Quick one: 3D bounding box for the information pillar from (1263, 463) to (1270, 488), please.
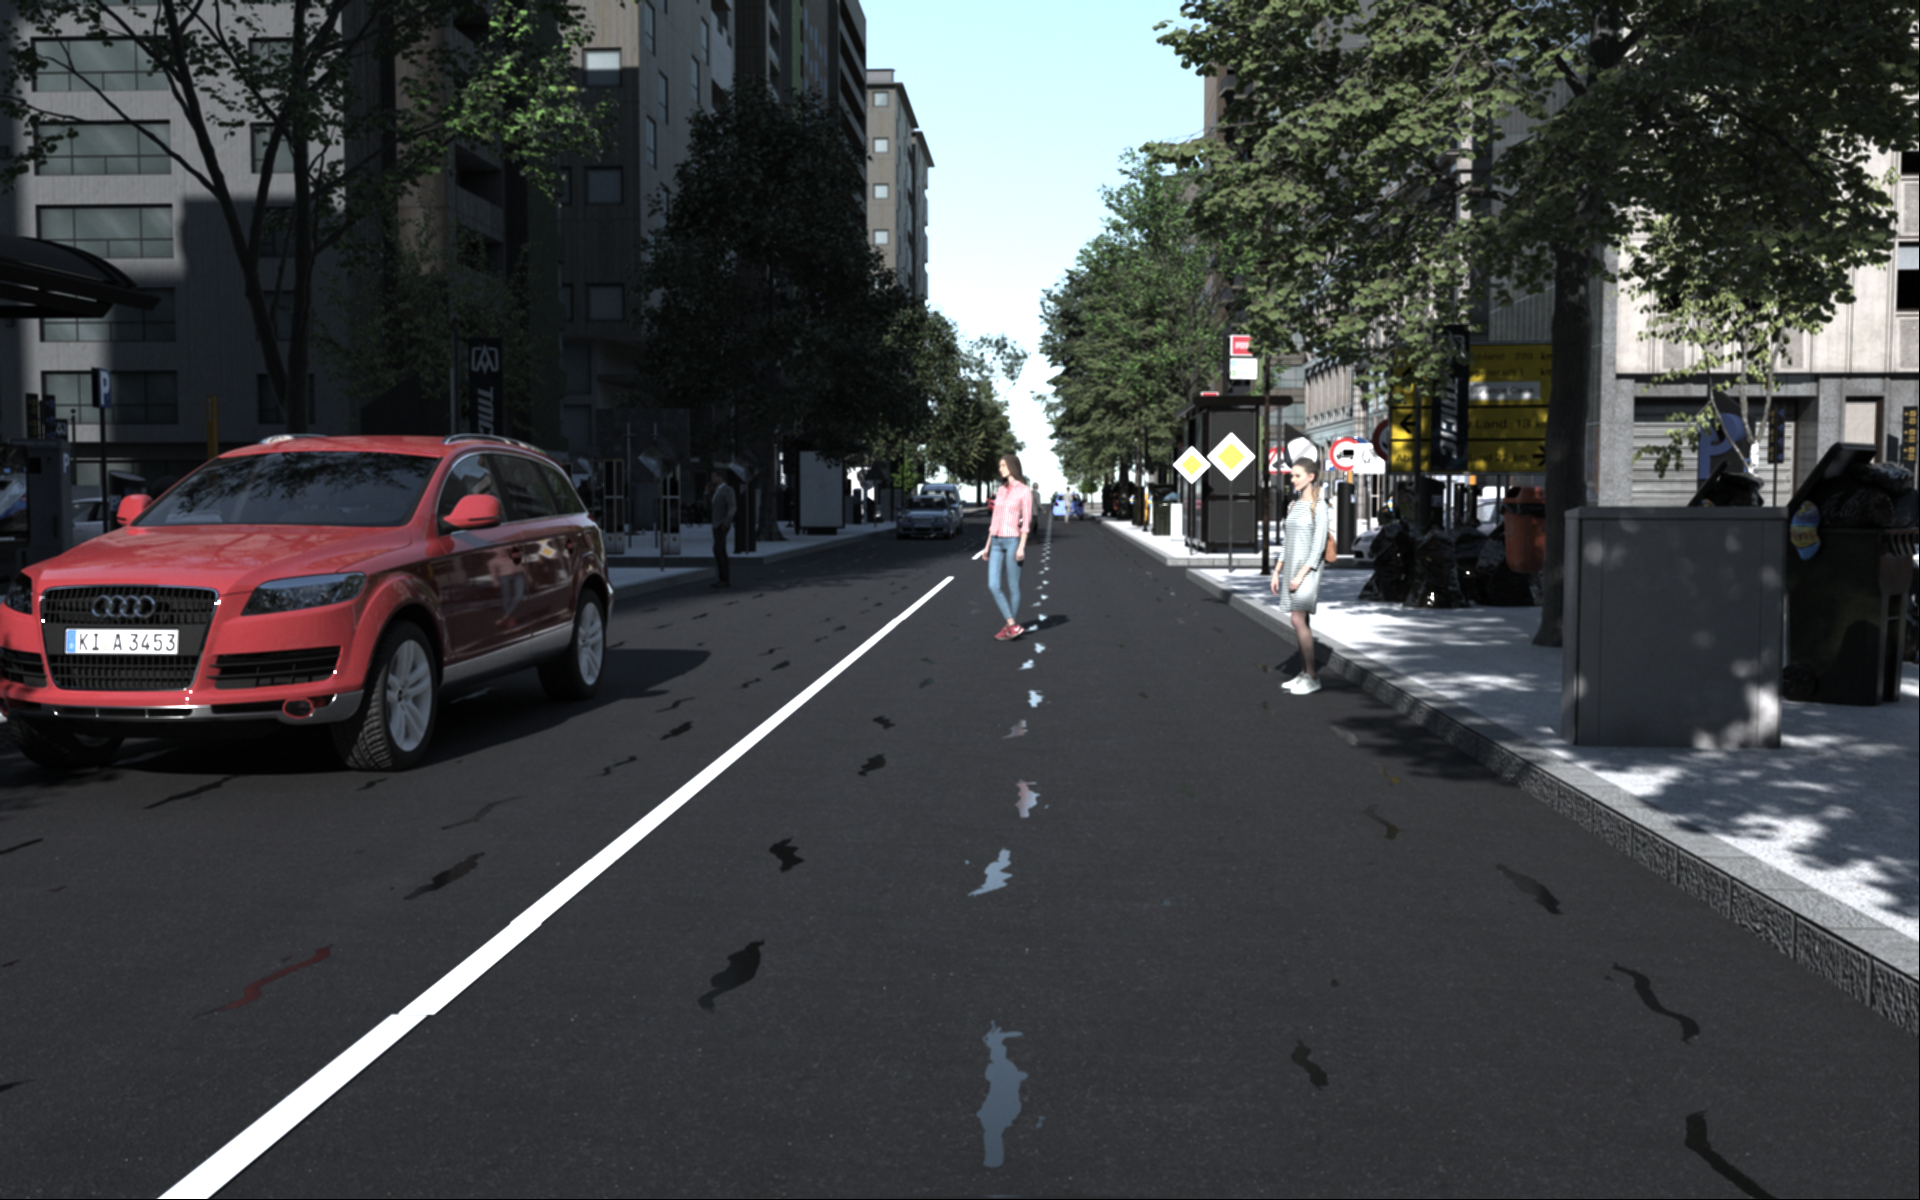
[{"bbox_3d":[19.299,-7.195,108.992,0.504,3.616,0.183,-1,4,-18],"label":"information pillar"}]

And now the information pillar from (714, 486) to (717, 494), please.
[{"bbox_3d":[-8.051,-3.269,57.947,0.304,2.012,0.304,-1,4,-14],"label":"information pillar"}]

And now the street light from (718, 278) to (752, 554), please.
[{"bbox_3d":[-4.797,-3.935,37.121,0.468,5.910,1.993,0,4,3],"label":"street light"}]

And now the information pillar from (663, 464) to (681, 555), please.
[{"bbox_3d":[-6.083,-1.951,36.383,0.304,2.012,0.304,-3,5,-42],"label":"information pillar"}]

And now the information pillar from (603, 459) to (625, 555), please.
[{"bbox_3d":[-7.330,-1.970,36.701,0.304,2.012,0.304,2,4,28],"label":"information pillar"}]

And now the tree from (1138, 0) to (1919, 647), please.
[{"bbox_3d":[5.511,-5.873,14.154,7.486,12.596,7.792,0,3,0],"label":"tree"}]

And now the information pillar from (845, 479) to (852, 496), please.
[{"bbox_3d":[-5.392,-4.800,82.973,0.304,2.012,0.304,-3,4,-36],"label":"information pillar"}]

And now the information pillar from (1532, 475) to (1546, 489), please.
[{"bbox_3d":[8.306,-2.017,24.327,0.504,3.616,0.183,1,4,13],"label":"information pillar"}]

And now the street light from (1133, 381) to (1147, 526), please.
[{"bbox_3d":[7.110,-5.857,68.546,0.468,5.910,1.993,0,4,3],"label":"street light"}]

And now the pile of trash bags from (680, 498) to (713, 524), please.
[{"bbox_3d":[-11.472,-3.968,74.630,1.912,1.369,3.447,2,4,27],"label":"pile of trash bags"}]

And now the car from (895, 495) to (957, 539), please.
[{"bbox_3d":[-1.080,-2.716,56.413,2.014,1.417,4.499,0,4,2],"label":"car"}]

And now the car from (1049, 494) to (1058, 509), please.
[{"bbox_3d":[9.706,-9.506,167.223,2.131,1.459,4.920,0,4,1],"label":"car"}]

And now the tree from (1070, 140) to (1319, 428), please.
[{"bbox_3d":[6.964,-7.684,51.382,9.928,11.665,9.643,0,3,0],"label":"tree"}]

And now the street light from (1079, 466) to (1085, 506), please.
[{"bbox_3d":[13.402,-13.082,186.675,0.468,5.910,1.993,0,4,3],"label":"street light"}]

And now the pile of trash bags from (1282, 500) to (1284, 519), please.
[{"bbox_3d":[16.100,-5.008,91.632,3.447,1.369,1.912,2,4,28],"label":"pile of trash bags"}]

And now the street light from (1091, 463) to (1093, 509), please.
[{"bbox_3d":[11.061,-10.512,144.657,0.468,5.910,1.993,0,4,3],"label":"street light"}]

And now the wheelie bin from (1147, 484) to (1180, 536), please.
[{"bbox_3d":[6.293,-2.792,53.558,0.980,1.594,0.693,0,4,6],"label":"wheelie bin"}]

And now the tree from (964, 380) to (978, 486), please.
[{"bbox_3d":[1.969,-15.527,171.995,7.486,12.596,7.792,0,3,0],"label":"tree"}]

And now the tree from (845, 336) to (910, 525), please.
[{"bbox_3d":[-4.018,-7.469,72.479,4.737,8.622,4.395,0,3,0],"label":"tree"}]

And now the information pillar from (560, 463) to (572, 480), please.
[{"bbox_3d":[-9.300,-2.212,40.661,0.304,2.012,0.304,3,5,42],"label":"information pillar"}]

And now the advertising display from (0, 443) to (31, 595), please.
[{"bbox_3d":[-12.184,-1.027,22.005,0.123,1.923,0.974,0,4,7],"label":"advertising display"}]

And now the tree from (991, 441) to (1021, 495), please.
[{"bbox_3d":[4.269,-17.343,217.970,7.601,10.594,8.767,1,4,15],"label":"tree"}]

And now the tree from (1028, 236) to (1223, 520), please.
[{"bbox_3d":[8.338,-11.014,86.729,9.857,13.997,8.962,0,3,0],"label":"tree"}]

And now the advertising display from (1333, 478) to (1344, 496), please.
[{"bbox_3d":[17.588,-4.588,80.228,0.123,1.923,0.974,3,5,44],"label":"advertising display"}]

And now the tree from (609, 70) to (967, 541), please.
[{"bbox_3d":[-5.149,-7.961,47.163,9.611,12.733,9.660,0,3,0],"label":"tree"}]

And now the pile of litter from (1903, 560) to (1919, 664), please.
[{"bbox_3d":[7.635,0.019,13.660,1.176,0.858,1.719,2,4,32],"label":"pile of litter"}]

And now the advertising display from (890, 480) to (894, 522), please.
[{"bbox_3d":[-3.147,-4.579,80.081,0.123,1.923,0.974,0,4,-5],"label":"advertising display"}]

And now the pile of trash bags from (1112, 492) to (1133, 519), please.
[{"bbox_3d":[9.428,-4.892,89.736,3.447,1.369,1.912,-2,4,-25],"label":"pile of trash bags"}]

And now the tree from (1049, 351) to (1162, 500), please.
[{"bbox_3d":[9.386,-10.428,104.908,8.767,10.594,7.601,1,4,9],"label":"tree"}]

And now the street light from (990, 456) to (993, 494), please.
[{"bbox_3d":[3.651,-13.670,196.293,0.468,5.910,1.993,0,4,3],"label":"street light"}]

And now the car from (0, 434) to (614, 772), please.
[{"bbox_3d":[-3.704,-0.124,10.699,2.281,1.827,5.304,0,4,5],"label":"car"}]

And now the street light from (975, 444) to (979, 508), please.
[{"bbox_3d":[1.532,-11.175,155.491,0.468,5.910,1.993,0,4,3],"label":"street light"}]

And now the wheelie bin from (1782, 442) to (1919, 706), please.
[{"bbox_3d":[5.531,-0.174,10.749,0.980,1.594,0.693,-3,5,-43],"label":"wheelie bin"}]

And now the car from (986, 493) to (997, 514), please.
[{"bbox_3d":[2.934,-7.116,125.379,2.155,1.783,4.494,0,4,1],"label":"car"}]

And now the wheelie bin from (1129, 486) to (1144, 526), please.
[{"bbox_3d":[7.394,-3.817,70.318,0.980,1.594,0.693,-1,4,-11],"label":"wheelie bin"}]

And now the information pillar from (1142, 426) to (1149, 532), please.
[{"bbox_3d":[6.356,-4.149,59.198,0.183,3.616,0.504,0,3,0],"label":"information pillar"}]

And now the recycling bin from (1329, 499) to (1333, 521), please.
[{"bbox_3d":[18.012,-4.340,83.510,0.722,1.027,0.722,2,4,28],"label":"recycling bin"}]

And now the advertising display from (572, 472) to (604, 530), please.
[{"bbox_3d":[-10.983,-2.793,50.880,0.974,1.923,0.123,0,4,-4],"label":"advertising display"}]

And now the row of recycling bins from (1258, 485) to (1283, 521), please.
[{"bbox_3d":[14.446,-4.567,81.775,3.534,1.692,1.069,2,4,28],"label":"row of recycling bins"}]

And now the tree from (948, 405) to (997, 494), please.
[{"bbox_3d":[0.003,-11.080,131.522,4.737,8.622,4.395,0,3,0],"label":"tree"}]

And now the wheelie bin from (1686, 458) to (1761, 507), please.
[{"bbox_3d":[6.880,-0.473,15.643,0.693,1.594,0.980,1,4,22],"label":"wheelie bin"}]

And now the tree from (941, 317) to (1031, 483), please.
[{"bbox_3d":[1.001,-20.191,186.017,12.611,20.169,13.585,0,3,0],"label":"tree"}]

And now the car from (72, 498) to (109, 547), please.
[{"bbox_3d":[-16.774,-1.298,33.588,4.827,1.381,2.083,0,4,4],"label":"car"}]

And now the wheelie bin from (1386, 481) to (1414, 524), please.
[{"bbox_3d":[10.490,-2.008,40.732,0.980,1.594,0.693,-3,5,-41],"label":"wheelie bin"}]

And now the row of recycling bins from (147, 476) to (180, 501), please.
[{"bbox_3d":[-17.834,-2.014,40.044,1.069,1.692,3.534,2,4,35],"label":"row of recycling bins"}]

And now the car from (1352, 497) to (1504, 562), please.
[{"bbox_3d":[9.871,-1.247,32.744,4.827,1.381,2.083,0,4,4],"label":"car"}]

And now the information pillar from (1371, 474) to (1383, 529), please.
[{"bbox_3d":[14.499,-3.410,60.238,0.304,2.012,0.304,-3,5,-44],"label":"information pillar"}]

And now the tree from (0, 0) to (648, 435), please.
[{"bbox_3d":[-7.207,-5.651,18.144,9.928,11.665,9.643,0,3,0],"label":"tree"}]

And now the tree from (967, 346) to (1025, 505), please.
[{"bbox_3d":[-2.680,-11.203,100.171,9.611,12.733,9.660,0,3,0],"label":"tree"}]

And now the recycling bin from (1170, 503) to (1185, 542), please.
[{"bbox_3d":[6.207,-2.112,47.078,0.722,1.027,0.722,3,5,43],"label":"recycling bin"}]

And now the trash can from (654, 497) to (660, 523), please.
[{"bbox_3d":[-13.254,-3.957,76.343,0.748,1.137,0.748,0,3,0],"label":"trash can"}]

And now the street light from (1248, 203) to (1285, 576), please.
[{"bbox_3d":[4.824,-3.327,27.176,0.468,5.910,1.993,0,4,3],"label":"street light"}]

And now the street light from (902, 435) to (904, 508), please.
[{"bbox_3d":[-2.628,-6.520,79.386,0.468,5.910,1.993,0,4,3],"label":"street light"}]

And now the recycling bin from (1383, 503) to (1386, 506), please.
[{"bbox_3d":[12.631,-2.270,49.667,0.722,1.027,0.722,-2,4,-27],"label":"recycling bin"}]

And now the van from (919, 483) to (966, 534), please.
[{"bbox_3d":[-0.763,-3.409,62.742,2.013,2.044,4.112,0,4,2],"label":"van"}]

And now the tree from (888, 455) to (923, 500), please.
[{"bbox_3d":[-2.775,-5.577,85.787,1.663,3.219,1.824,0,3,0],"label":"tree"}]

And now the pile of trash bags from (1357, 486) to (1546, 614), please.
[{"bbox_3d":[5.902,-0.613,19.778,1.912,1.369,3.447,0,4,-6],"label":"pile of trash bags"}]

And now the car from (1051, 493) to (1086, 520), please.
[{"bbox_3d":[6.065,-5.330,96.744,1.945,1.707,3.694,0,4,3],"label":"car"}]

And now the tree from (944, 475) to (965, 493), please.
[{"bbox_3d":[-0.458,-8.637,135.823,1.663,3.219,1.824,0,3,0],"label":"tree"}]
